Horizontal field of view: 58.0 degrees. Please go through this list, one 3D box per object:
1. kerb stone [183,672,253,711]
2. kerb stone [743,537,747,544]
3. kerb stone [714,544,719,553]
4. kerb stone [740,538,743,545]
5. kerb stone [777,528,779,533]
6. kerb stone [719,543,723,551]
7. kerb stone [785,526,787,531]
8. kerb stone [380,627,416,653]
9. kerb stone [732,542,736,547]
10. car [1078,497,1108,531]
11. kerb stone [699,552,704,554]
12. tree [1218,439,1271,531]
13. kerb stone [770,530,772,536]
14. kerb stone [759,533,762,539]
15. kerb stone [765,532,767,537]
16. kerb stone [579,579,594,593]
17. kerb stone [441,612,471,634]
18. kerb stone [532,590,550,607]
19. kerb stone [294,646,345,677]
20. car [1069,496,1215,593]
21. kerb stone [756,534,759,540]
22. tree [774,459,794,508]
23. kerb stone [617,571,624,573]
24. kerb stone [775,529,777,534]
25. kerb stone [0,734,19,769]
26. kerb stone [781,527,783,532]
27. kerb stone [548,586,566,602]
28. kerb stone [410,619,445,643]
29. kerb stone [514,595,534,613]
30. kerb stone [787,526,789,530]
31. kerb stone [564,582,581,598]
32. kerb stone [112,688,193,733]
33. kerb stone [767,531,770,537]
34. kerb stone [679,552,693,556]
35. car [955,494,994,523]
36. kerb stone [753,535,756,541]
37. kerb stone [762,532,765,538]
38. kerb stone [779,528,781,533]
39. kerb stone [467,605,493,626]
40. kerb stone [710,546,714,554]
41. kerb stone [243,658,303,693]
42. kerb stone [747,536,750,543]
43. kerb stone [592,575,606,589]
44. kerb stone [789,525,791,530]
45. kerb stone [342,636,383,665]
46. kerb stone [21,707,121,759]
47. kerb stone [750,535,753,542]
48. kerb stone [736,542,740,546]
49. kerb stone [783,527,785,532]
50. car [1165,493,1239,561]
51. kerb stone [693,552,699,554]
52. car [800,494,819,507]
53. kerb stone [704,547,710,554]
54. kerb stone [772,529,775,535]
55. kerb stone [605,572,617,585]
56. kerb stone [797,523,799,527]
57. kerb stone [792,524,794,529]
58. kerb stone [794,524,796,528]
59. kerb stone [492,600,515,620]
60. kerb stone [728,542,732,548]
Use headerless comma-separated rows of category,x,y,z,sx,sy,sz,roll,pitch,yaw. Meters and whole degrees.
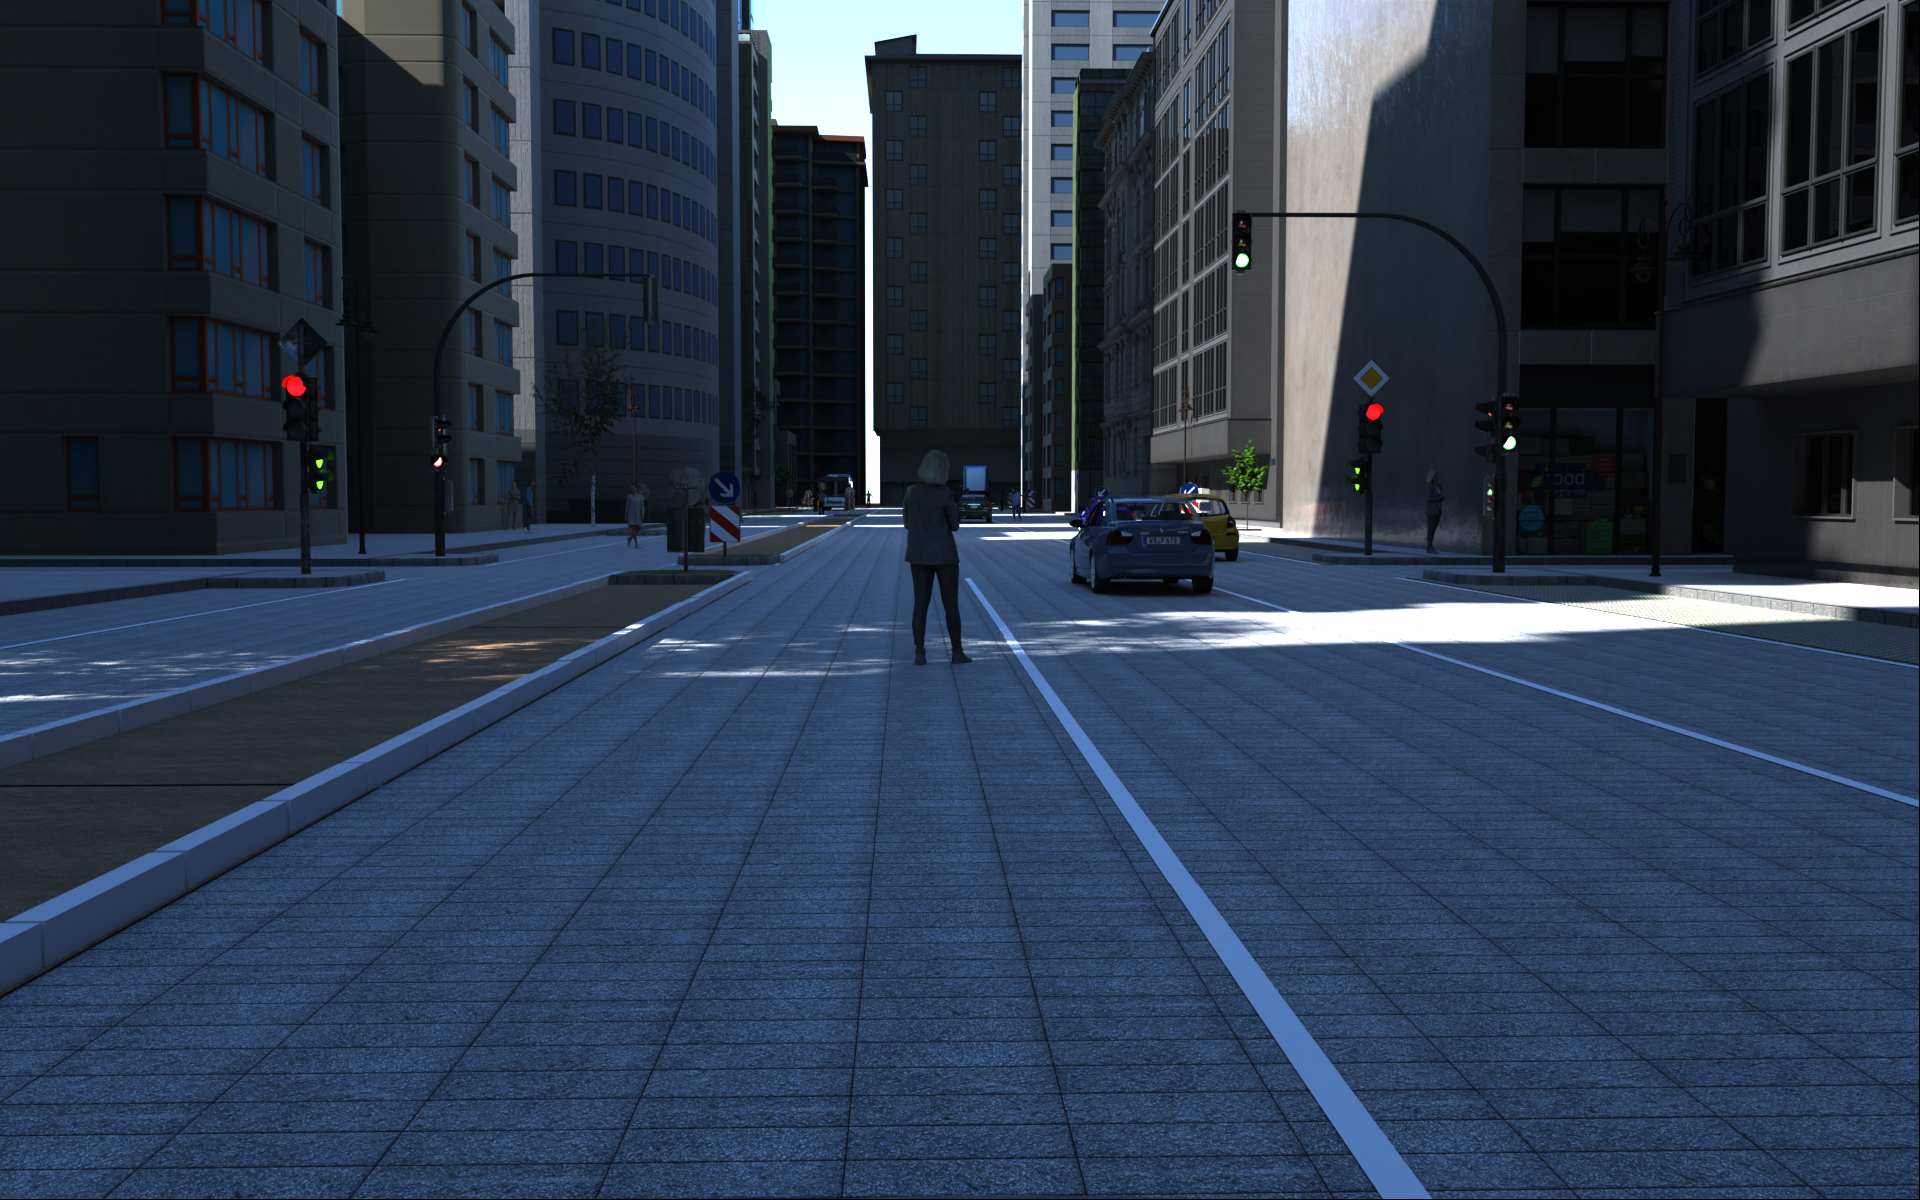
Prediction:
kerb stone,-5.102,0.634,11.836,0.120,0.150,1.000,0,4,-2
kerb stone,-6.246,-1.655,49.253,0.120,0.150,1.000,0,4,-2
kerb stone,-6.027,-1.216,42.072,0.120,0.150,1.000,0,4,-2
kerb stone,-6.210,-1.592,48.222,0.120,0.150,1.000,0,4,-2
kerb stone,-6.622,-2.408,61.560,0.120,0.150,1.000,0,4,-2
kerb stone,-6.052,-1.270,43.098,0.120,0.150,1.000,0,4,-2
kerb stone,-6.743,-2.658,65.652,0.120,0.150,1.000,0,4,-2
kerb stone,-5.228,0.388,15.934,0.120,0.150,1.000,0,4,-2
kerb stone,-6.155,-1.465,46.172,0.120,0.150,1.000,0,4,-2
car,5.176,-2.962,61.005,1.945,1.354,3.894,0,4,-2
kerb stone,-5.932,-1.028,38.999,0.120,0.150,1.000,0,4,-2
tree,10.192,-4.050,60.816,1.663,3.219,1.824,0,3,0
kerb stone,-6.526,-2.219,58.483,0.120,0.150,1.000,0,4,-2
kerb stone,-6.405,-1.965,54.382,0.120,0.150,1.000,0,4,-2
kerb stone,-6.463,-2.094,56.437,0.120,0.150,1.000,0,4,-2
kerb stone,-5.512,-0.182,25.171,0.120,0.150,1.000,0,4,-2
kerb stone,-5.294,0.258,17.982,0.120,0.150,1.000,0,4,-2
kerb stone,-5.424,0.012,22.088,0.120,0.150,1.000,0,4,-2
kerb stone,-5.172,0.508,13.882,0.120,0.150,1.000,0,4,-2
car,2.715,-0.874,26.287,2.014,1.417,4.499,0,4,-3
kerb stone,-6.377,-1.906,53.360,0.120,0.150,1.000,0,4,-2
tree,-17.016,-10.759,159.629,4.285,4.588,4.351,0,3,0
kerb stone,-5.608,-0.370,28.240,0.120,0.150,1.000,0,4,-2
kerb stone,-6.580,-2.345,60.535,0.120,0.150,1.000,0,4,-2
kerb stone,-5.015,0.821,8.771,0.120,0.150,1.000,0,4,-2
kerb stone,-6.675,-2.533,63.609,0.120,0.150,1.000,0,4,-2
kerb stone,-5.454,-0.051,23.121,0.120,0.150,1.000,0,4,-2
kerb stone,-5.267,0.320,16.960,0.120,0.150,1.000,0,4,-2
kerb stone,-5.386,0.074,21.063,0.120,0.150,1.000,0,4,-2
kerb stone,-6.772,-2.721,66.686,0.120,0.150,1.000,0,4,-2
kerb stone,-5.476,-0.115,24.142,0.120,0.150,1.000,0,4,-2
kerb stone,-5.072,0.696,10.815,0.120,0.150,1.000,0,4,-2
kerb stone,-6.492,-2.156,57.462,0.120,0.150,1.000,0,4,-2
kerb stone,-5.874,-0.902,36.954,0.120,0.150,1.000,0,4,-2
car,0.679,-4.611,87.182,2.131,1.459,4.920,0,4,0
kerb stone,-6.347,-1.843,52.330,0.120,0.150,1.000,0,4,-2
kerb stone,-6.431,-2.031,55.407,0.120,0.150,1.000,0,4,-2
kerb stone,-6.652,-2.470,62.581,0.120,0.150,1.000,0,4,-2
kerb stone,-5.328,0.195,19.003,0.120,0.150,1.000,0,4,-2
kerb stone,-5.998,-1.150,41.051,0.120,0.150,1.000,0,4,-2
kerb stone,-5.137,0.572,12.860,0.120,0.150,1.000,0,4,-2
kerb stone,-6.272,-1.717,50.275,0.120,0.150,1.000,0,4,-2
kerb stone,-5.539,-0.241,26.197,0.120,0.150,1.000,0,4,-2
kerb stone,-6.812,-2.784,67.707,0.120,0.150,1.000,0,4,-2
kerb stone,-5.199,0.450,14.908,0.120,0.150,1.000,0,4,-2
kerb stone,-5.046,0.759,9.793,0.120,0.150,1.000,0,4,-2
kerb stone,-6.311,-1.780,51.302,0.120,0.150,1.000,0,4,-2
kerb stone,-6.178,-1.529,47.194,0.120,0.150,1.000,0,4,-2
kerb stone,-6.709,-2.595,64.630,0.120,0.150,1.000,0,4,-2
car,5.021,-1.723,38.399,2.015,1.641,3.980,0,4,-2
kerb stone,-5.905,-0.965,37.977,0.120,0.150,1.000,0,4,-2
car,-14.774,-9.851,171.285,2.015,1.641,3.980,0,4,-3
kerb stone,-5.960,-1.090,40.029,0.120,0.150,1.000,0,4,-2
kerb stone,-6.554,-2.277,59.506,0.120,0.150,1.000,0,4,-2
kerb stone,-5.581,-0.305,27.218,0.120,0.150,1.000,0,4,-2
kerb stone,-6.955,-3.097,72.830,0.120,0.150,1.000,0,4,-2
kerb stone,-6.872,-2.909,69.755,0.120,0.150,1.000,0,4,-2
kerb stone,-6.897,-2.970,70.784,0.120,0.150,1.000,0,4,-2
kerb stone,-5.355,0.132,20.030,0.120,0.150,1.000,0,4,-2
kerb stone,-6.120,-1.403,45.141,0.120,0.150,1.000,0,4,-2
